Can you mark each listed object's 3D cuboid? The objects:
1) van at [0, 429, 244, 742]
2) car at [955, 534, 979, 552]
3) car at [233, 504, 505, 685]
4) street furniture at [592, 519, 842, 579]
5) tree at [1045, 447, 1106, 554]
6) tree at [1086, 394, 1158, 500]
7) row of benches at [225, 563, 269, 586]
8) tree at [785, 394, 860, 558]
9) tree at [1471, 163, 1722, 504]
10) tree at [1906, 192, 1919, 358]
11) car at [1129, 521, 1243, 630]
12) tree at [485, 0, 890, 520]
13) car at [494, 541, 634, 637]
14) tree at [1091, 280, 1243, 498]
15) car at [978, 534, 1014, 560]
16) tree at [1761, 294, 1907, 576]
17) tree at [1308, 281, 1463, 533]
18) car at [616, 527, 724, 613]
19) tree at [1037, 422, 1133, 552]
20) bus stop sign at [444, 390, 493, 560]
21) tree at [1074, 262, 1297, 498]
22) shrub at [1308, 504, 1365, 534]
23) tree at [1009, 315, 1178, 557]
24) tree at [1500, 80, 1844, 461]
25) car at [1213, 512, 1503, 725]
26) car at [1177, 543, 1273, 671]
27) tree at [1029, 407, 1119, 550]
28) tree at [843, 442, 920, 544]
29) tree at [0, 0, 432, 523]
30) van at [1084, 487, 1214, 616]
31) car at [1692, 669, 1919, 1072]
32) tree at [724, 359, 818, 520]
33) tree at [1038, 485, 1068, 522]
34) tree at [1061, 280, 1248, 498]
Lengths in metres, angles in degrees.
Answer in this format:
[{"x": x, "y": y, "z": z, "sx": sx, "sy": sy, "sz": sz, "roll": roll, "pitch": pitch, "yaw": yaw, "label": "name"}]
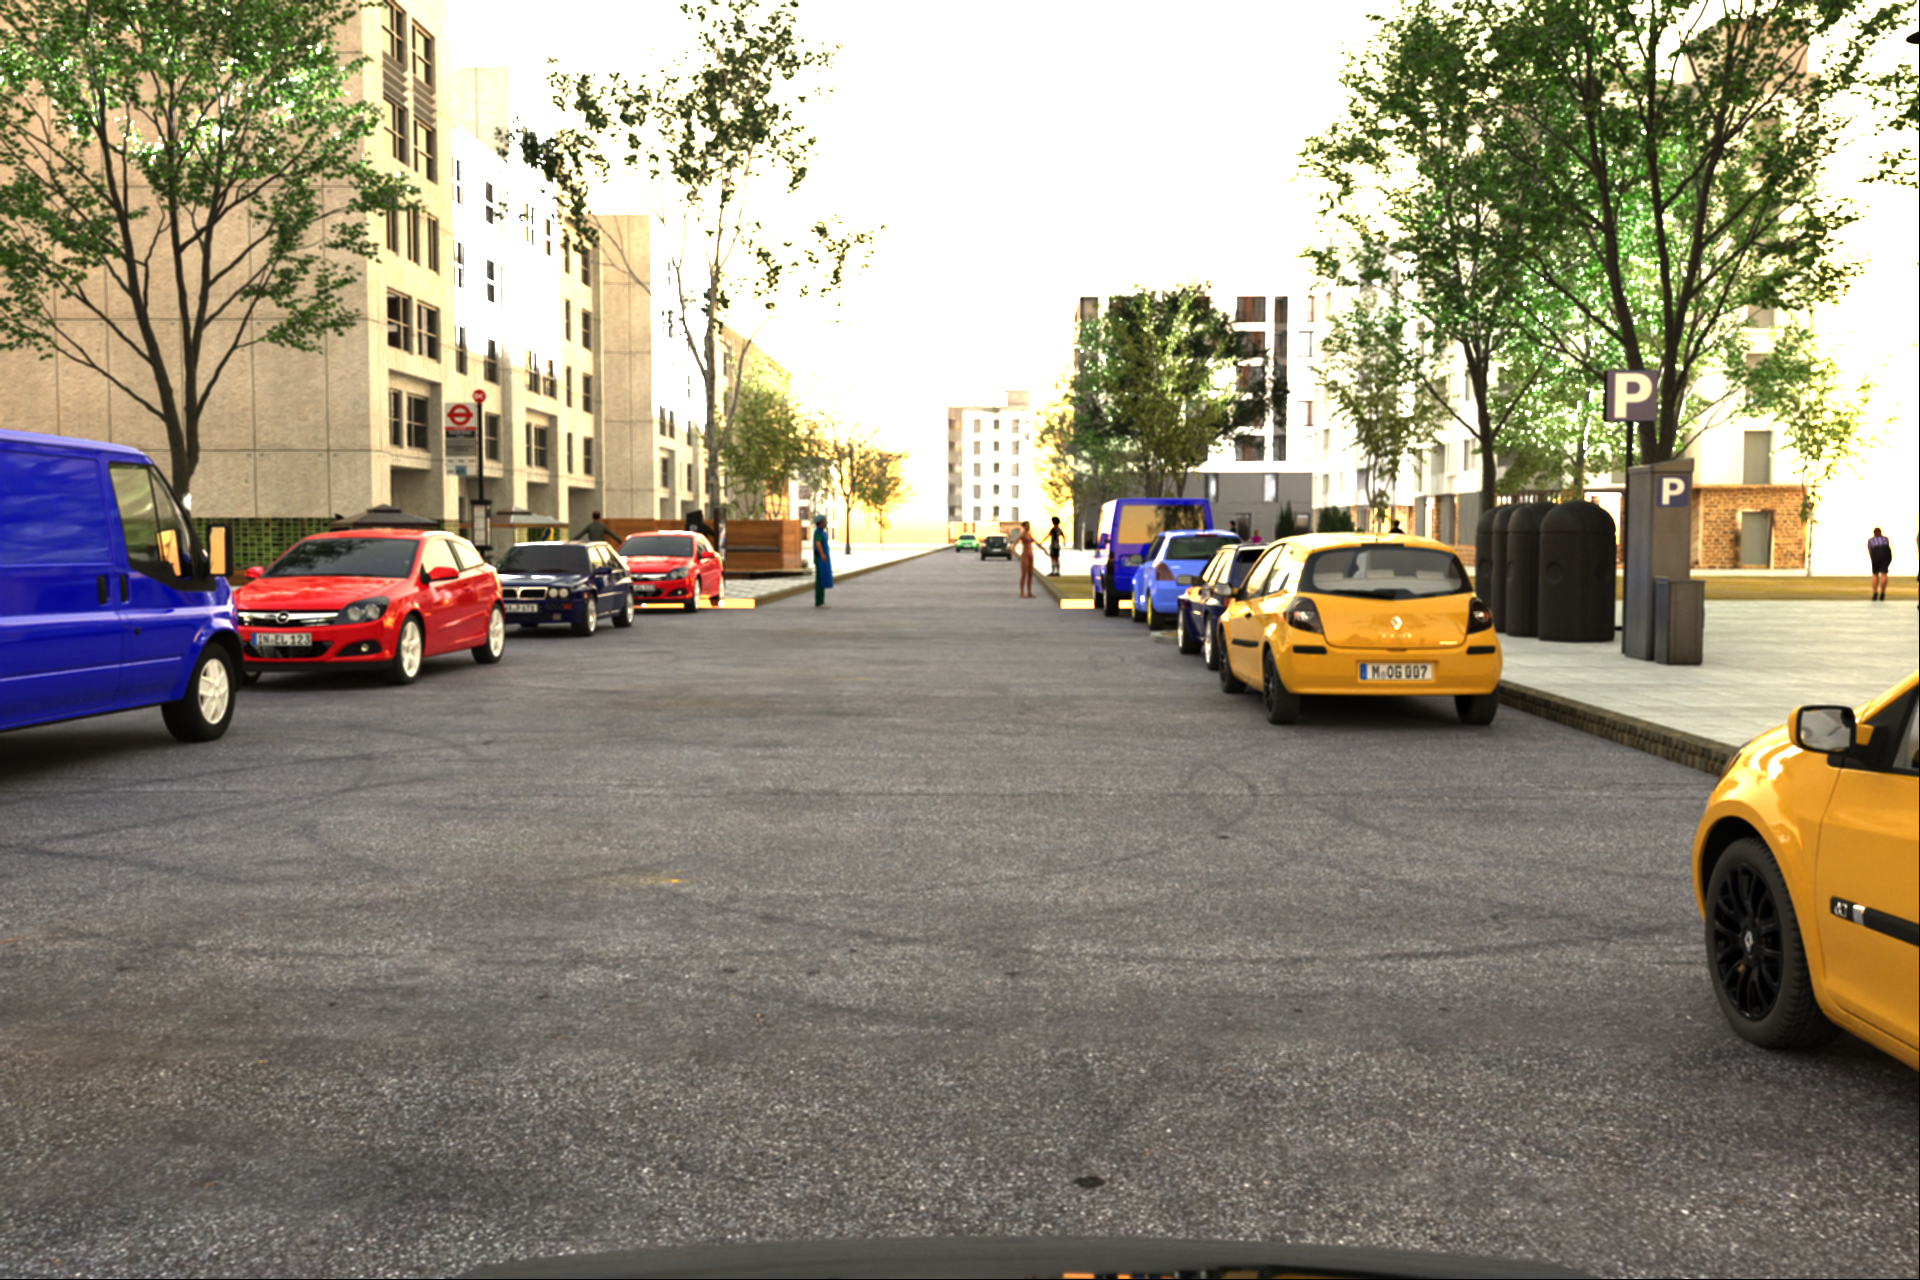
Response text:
[{"x": -6.121, "y": -0.359, "z": 10.251, "sx": 2.240, "sy": 2.365, "sz": 5.245, "roll": 0, "pitch": 4, "yaw": 1, "label": "van"}, {"x": 0.604, "y": -7.969, "z": 139.082, "sx": 1.959, "sy": 1.807, "sz": 4.718, "roll": 0, "pitch": 4, "yaw": 2, "label": "car"}, {"x": -6.061, "y": -0.535, "z": 17.789, "sx": 2.155, "sy": 1.783, "sz": 4.494, "roll": 0, "pitch": 4, "yaw": 2, "label": "car"}, {"x": -8.455, "y": -2.857, "z": 53.560, "sx": 11.010, "sy": 1.723, "sz": 9.812, "roll": 1, "pitch": 4, "yaw": 12, "label": "street furniture"}, {"x": 8.020, "y": -9.846, "z": 111.338, "sx": 4.360, "sy": 8.622, "sz": 3.978, "roll": 0, "pitch": 3, "yaw": 0, "label": "tree"}, {"x": 7.622, "y": -7.948, "z": 80.314, "sx": 4.360, "sy": 8.622, "sz": 3.978, "roll": 0, "pitch": 3, "yaw": 0, "label": "tree"}, {"x": -13.740, "y": -1.262, "z": 36.102, "sx": 4.104, "sy": 0.672, "sz": 1.422, "roll": 2, "pitch": 4, "yaw": 30, "label": "row of benches"}, {"x": -7.964, "y": -8.640, "z": 91.634, "sx": 4.360, "sy": 8.622, "sz": 3.978, "roll": 0, "pitch": 3, "yaw": 0, "label": "tree"}, {"x": 18.990, "y": -8.188, "z": 52.005, "sx": 7.486, "sy": 12.596, "sz": 7.792, "roll": 0, "pitch": 3, "yaw": 0, "label": "tree"}, {"x": 29.138, "y": -8.393, "z": 43.882, "sx": 9.857, "sy": 13.997, "sz": 8.962, "roll": 0, "pitch": 3, "yaw": 0, "label": "tree"}, {"x": 3.645, "y": -1.071, "z": 27.102, "sx": 1.945, "sy": 1.707, "sz": 3.694, "roll": 0, "pitch": 4, "yaw": 0, "label": "car"}, {"x": -8.687, "y": -12.193, "z": 55.240, "sx": 12.611, "sy": 20.169, "sz": 13.585, "roll": 0, "pitch": 3, "yaw": 0, "label": "tree"}, {"x": -5.968, "y": -0.787, "z": 25.450, "sx": 1.945, "sy": 1.354, "sz": 3.894, "roll": 0, "pitch": 4, "yaw": 1, "label": "car"}, {"x": 6.082, "y": -6.161, "z": 51.090, "sx": 4.737, "sy": 8.622, "sz": 4.395, "roll": 0, "pitch": 3, "yaw": 0, "label": "tree"}, {"x": 2.003, "y": -5.247, "z": 95.571, "sx": 2.009, "sy": 1.686, "sz": 4.222, "roll": 0, "pitch": 4, "yaw": 1, "label": "car"}, {"x": 26.184, "y": -6.256, "z": 52.646, "sx": 4.737, "sy": 8.622, "sz": 4.395, "roll": 0, "pitch": 3, "yaw": 0, "label": "tree"}, {"x": 12.265, "y": -6.107, "z": 50.211, "sx": 4.737, "sy": 8.622, "sz": 4.395, "roll": 0, "pitch": 3, "yaw": 0, "label": "tree"}, {"x": -5.636, "y": -1.459, "z": 32.896, "sx": 2.155, "sy": 1.783, "sz": 4.494, "roll": 0, "pitch": 4, "yaw": 1, "label": "car"}, {"x": 9.267, "y": -11.774, "z": 126.922, "sx": 7.601, "sy": 10.594, "sz": 8.767, "roll": -1, "pitch": 4, "yaw": -12, "label": "tree"}, {"x": -9.083, "y": -2.652, "z": 32.056, "sx": 0.855, "sy": 3.939, "sz": 0.416, "roll": 0, "pitch": 4, "yaw": 0, "label": "bus stop sign"}, {"x": 7.692, "y": -7.599, "z": 58.654, "sx": 8.767, "sy": 10.594, "sz": 7.601, "roll": 2, "pitch": 4, "yaw": 35, "label": "tree"}, {"x": 9.531, "y": -2.459, "z": 44.244, "sx": 1.661, "sy": 2.075, "sz": 1.752, "roll": 0, "pitch": 3, "yaw": 0, "label": "shrub"}, {"x": 7.776, "y": -11.319, "z": 95.438, "sx": 12.009, "sy": 13.543, "sz": 11.850, "roll": 0, "pitch": 3, "yaw": 0, "label": "tree"}, {"x": 16.673, "y": -7.061, "z": 41.200, "sx": 9.928, "sy": 11.665, "sz": 9.643, "roll": 0, "pitch": 3, "yaw": 0, "label": "tree"}, {"x": 3.190, "y": -0.259, "z": 14.451, "sx": 2.015, "sy": 1.641, "sz": 3.980, "roll": 0, "pitch": 4, "yaw": 1, "label": "car"}, {"x": 3.471, "y": -0.424, "z": 19.521, "sx": 1.945, "sy": 1.354, "sz": 3.894, "roll": 0, "pitch": 4, "yaw": 1, "label": "car"}, {"x": 9.374, "y": -13.006, "z": 138.404, "sx": 9.928, "sy": 11.665, "sz": 9.643, "roll": 0, "pitch": 3, "yaw": 0, "label": "tree"}, {"x": -10.542, "y": -19.339, "z": 226.565, "sx": 12.009, "sy": 13.543, "sz": 11.850, "roll": 0, "pitch": 3, "yaw": 0, "label": "tree"}, {"x": -11.675, "y": -6.117, "z": 25.765, "sx": 9.928, "sy": 11.665, "sz": 9.643, "roll": 0, "pitch": 3, "yaw": 0, "label": "tree"}, {"x": 3.479, "y": -1.675, "z": 31.778, "sx": 2.240, "sy": 2.365, "sz": 5.245, "roll": 0, "pitch": 4, "yaw": 0, "label": "van"}, {"x": 3.035, "y": 0.401, "z": 3.676, "sx": 2.015, "sy": 1.641, "sz": 3.980, "roll": 0, "pitch": 4, "yaw": 0, "label": "car"}, {"x": -7.857, "y": -7.504, "z": 73.060, "sx": 4.737, "sy": 8.622, "sz": 4.395, "roll": 0, "pitch": 3, "yaw": 0, "label": "tree"}, {"x": 12.498, "y": -17.036, "z": 228.905, "sx": 4.737, "sy": 8.622, "sz": 4.395, "roll": 0, "pitch": 3, "yaw": 0, "label": "tree"}, {"x": 7.931, "y": -8.822, "z": 69.997, "sx": 9.928, "sy": 11.665, "sz": 9.643, "roll": 0, "pitch": 3, "yaw": 0, "label": "tree"}]
